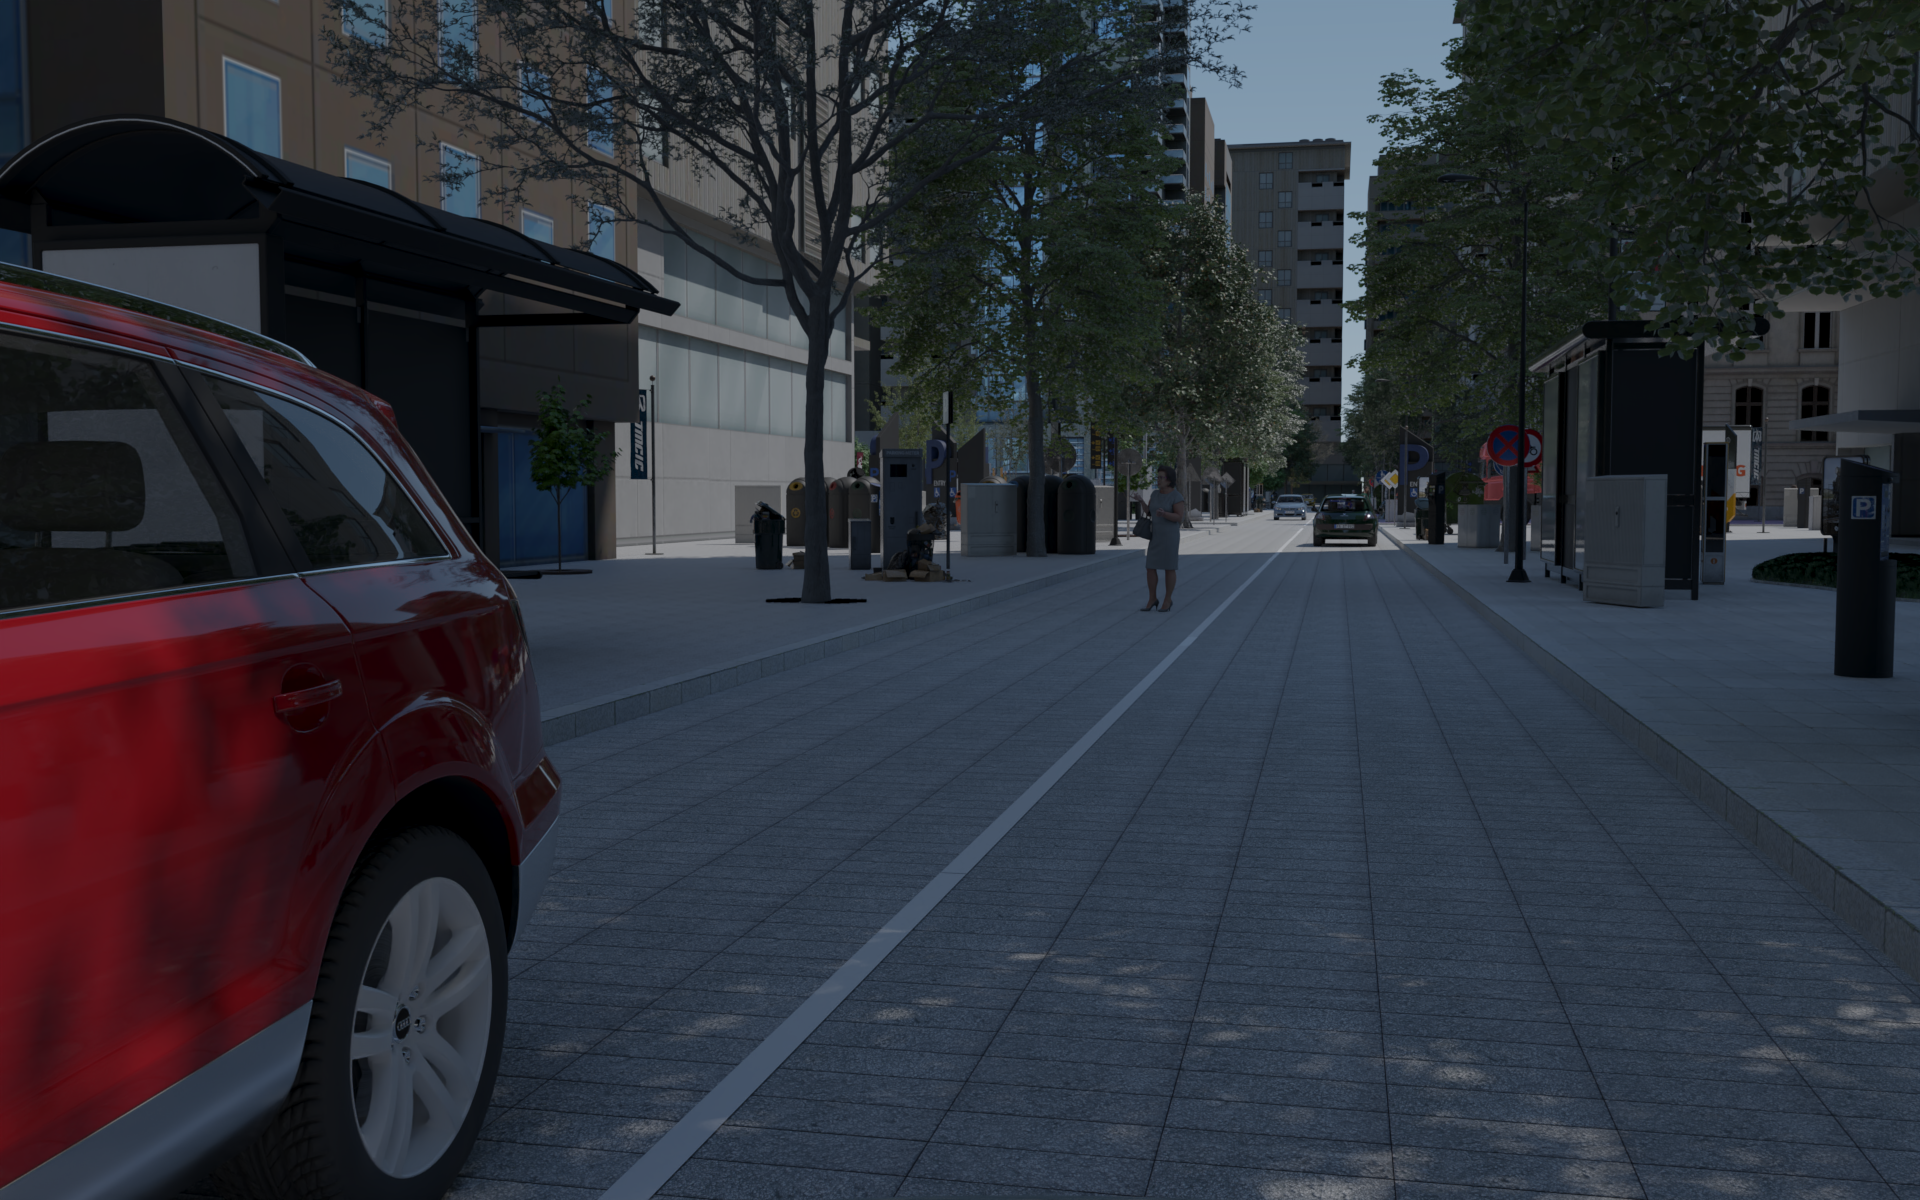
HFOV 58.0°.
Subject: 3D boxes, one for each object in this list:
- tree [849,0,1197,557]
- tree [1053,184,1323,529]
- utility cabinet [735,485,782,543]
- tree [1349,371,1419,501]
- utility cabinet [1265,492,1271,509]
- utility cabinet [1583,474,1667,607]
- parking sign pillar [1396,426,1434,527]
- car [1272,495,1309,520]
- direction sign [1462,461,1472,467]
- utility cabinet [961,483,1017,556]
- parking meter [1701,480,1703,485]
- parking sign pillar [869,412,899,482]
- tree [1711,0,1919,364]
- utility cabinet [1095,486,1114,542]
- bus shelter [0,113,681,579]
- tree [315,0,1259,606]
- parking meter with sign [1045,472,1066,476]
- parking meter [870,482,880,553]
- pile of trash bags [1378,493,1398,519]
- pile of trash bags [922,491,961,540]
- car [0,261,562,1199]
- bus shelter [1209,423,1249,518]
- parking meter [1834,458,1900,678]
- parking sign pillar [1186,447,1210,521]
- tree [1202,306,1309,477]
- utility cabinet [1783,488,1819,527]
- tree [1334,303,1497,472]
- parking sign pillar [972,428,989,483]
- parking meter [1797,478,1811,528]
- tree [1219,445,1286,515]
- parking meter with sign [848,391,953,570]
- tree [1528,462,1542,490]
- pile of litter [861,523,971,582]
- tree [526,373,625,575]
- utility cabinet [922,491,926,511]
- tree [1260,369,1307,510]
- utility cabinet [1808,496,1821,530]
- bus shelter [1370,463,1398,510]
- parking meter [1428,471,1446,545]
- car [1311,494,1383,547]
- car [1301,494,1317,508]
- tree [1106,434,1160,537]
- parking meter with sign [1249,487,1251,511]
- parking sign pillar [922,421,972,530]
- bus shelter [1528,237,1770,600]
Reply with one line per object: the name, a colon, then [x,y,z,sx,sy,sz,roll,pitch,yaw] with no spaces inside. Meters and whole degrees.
tree: [1.245,-7.137,34.824,7.486,12.596,7.792,0,3,0]
tree: [8.260,-9.027,64.597,9.611,12.733,9.660,0,3,0]
utility cabinet: [-5.162,-2.184,44.388,1.173,1.500,0.318,0,4,-1]
tree: [24.401,-9.102,99.179,4.360,8.622,3.978,0,3,0]
utility cabinet: [27.026,-8.761,151.919,0.318,1.500,1.173,1,4,19]
utility cabinet: [7.631,-0.688,19.936,0.318,1.500,1.173,-1,4,-12]
parking sign pillar: [17.832,-4.852,67.801,1.447,3.967,1.447,1,4,23]
car: [18.282,-5.127,95.829,2.014,1.417,4.499,1,4,12]
direction sign: [34.959,-7.804,119.594,0.379,3.537,0.876,-2,4,-33]
utility cabinet: [0.600,-1.652,35.692,1.173,1.500,0.318,-2,4,-29]
parking meter: [29.233,-3.834,68.394,0.399,1.863,0.255,2,4,31]
parking sign pillar: [-2.461,-4.137,56.116,1.447,3.967,1.447,2,4,26]
tree: [5.232,-5.497,8.009,7.486,12.596,7.792,0,3,0]
utility cabinet: [3.565,-2.271,45.812,1.173,1.500,0.318,-3,4,-37]
bus shelter: [-3.894,-1.103,11.957,2.014,3.302,5.546,1,4,12]
tree: [-1.725,-6.719,20.221,12.009,13.543,11.850,0,3,0]
parking meter with sign: [8.173,-9.489,151.400,1.738,3.016,0.543,1,4,20]
parking meter: [-1.772,-1.787,37.629,0.372,1.533,0.369,0,3,0]
pile of trash bags: [22.232,-4.777,87.859,1.912,1.369,3.447,1,4,10]
pile of trash bags: [-0.889,-2.342,48.038,3.447,1.369,1.912,3,5,42]
car: [-2.293,0.402,2.096,2.281,1.827,5.304,1,4,10]
bus shelter: [15.228,-7.350,97.810,2.179,5.291,8.768,1,4,12]
parking meter: [6.380,-0.231,12.186,0.372,1.533,0.369,0,3,0]
parking sign pillar: [10.814,-5.710,81.823,1.447,3.967,1.447,-3,5,-43]
tree: [18.945,-12.919,117.885,9.857,13.997,8.962,0,3,0]
utility cabinet: [32.116,-3.515,66.150,1.173,1.500,0.318,2,4,24]
tree: [22.289,-9.086,82.960,7.601,10.594,8.767,0,4,-4]
parking sign pillar: [0.555,-5.051,71.062,1.447,3.967,1.447,3,4,36]
parking meter: [31.548,-3.612,64.772,0.255,1.863,0.399,-2,4,-24]
tree: [17.439,-7.544,107.056,4.285,4.588,4.351,0,3,0]
parking meter with sign: [-1.016,-2.029,29.432,1.738,3.016,0.543,-1,4,-10]
tree: [23.091,-4.459,67.503,1.663,3.219,1.824,0,3,0]
pile of litter: [-0.671,-0.714,25.639,1.719,0.858,1.176,3,5,44]
tree: [-6.474,-2.027,27.747,1.663,3.219,1.824,0,3,0]
utility cabinet: [-2.885,-7.150,125.586,0.318,1.500,1.173,2,4,29]
tree: [24.823,-13.238,142.200,9.928,11.665,9.643,0,3,0]
utility cabinet: [30.593,-3.065,61.278,1.020,1.237,0.306,0,4,-3]
bus shelter: [28.449,-7.446,115.659,2.014,3.302,5.546,1,4,12]
parking meter: [12.140,-2.350,44.126,0.399,1.863,0.255,-2,4,-32]
car: [10.854,-2.377,48.653,2.009,1.686,4.222,1,4,14]
car: [36.743,-10.589,183.350,2.015,1.641,3.980,1,4,13]
tree: [5.017,-3.498,51.798,1.663,3.219,1.824,0,3,0]
parking meter with sign: [22.197,-8.418,133.893,0.543,3.016,1.738,0,4,-1]
parking sign pillar: [-0.663,-4.480,61.722,1.447,3.967,1.447,-3,4,-37]
bus shelter: [9.491,-2.896,24.984,2.179,5.291,8.768,1,4,12]
